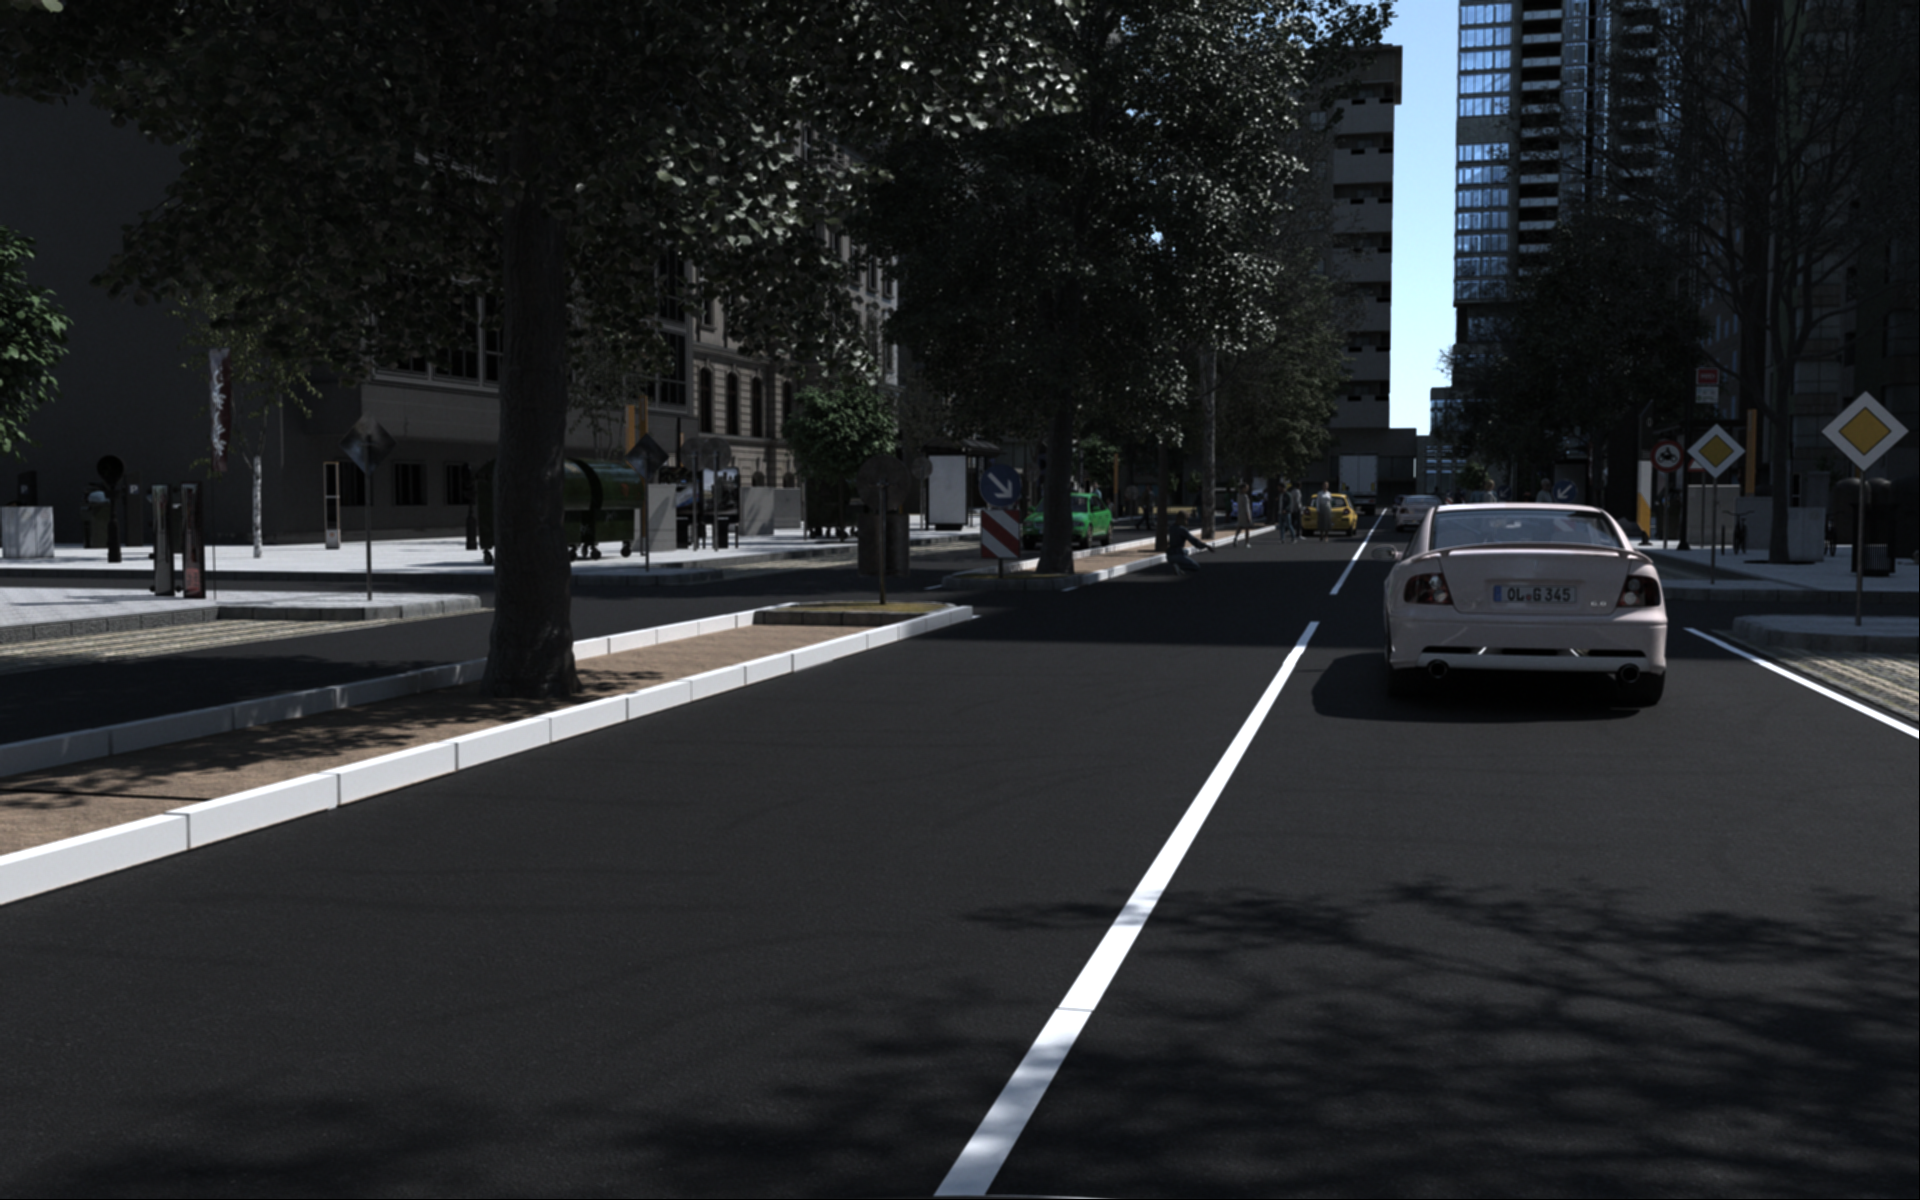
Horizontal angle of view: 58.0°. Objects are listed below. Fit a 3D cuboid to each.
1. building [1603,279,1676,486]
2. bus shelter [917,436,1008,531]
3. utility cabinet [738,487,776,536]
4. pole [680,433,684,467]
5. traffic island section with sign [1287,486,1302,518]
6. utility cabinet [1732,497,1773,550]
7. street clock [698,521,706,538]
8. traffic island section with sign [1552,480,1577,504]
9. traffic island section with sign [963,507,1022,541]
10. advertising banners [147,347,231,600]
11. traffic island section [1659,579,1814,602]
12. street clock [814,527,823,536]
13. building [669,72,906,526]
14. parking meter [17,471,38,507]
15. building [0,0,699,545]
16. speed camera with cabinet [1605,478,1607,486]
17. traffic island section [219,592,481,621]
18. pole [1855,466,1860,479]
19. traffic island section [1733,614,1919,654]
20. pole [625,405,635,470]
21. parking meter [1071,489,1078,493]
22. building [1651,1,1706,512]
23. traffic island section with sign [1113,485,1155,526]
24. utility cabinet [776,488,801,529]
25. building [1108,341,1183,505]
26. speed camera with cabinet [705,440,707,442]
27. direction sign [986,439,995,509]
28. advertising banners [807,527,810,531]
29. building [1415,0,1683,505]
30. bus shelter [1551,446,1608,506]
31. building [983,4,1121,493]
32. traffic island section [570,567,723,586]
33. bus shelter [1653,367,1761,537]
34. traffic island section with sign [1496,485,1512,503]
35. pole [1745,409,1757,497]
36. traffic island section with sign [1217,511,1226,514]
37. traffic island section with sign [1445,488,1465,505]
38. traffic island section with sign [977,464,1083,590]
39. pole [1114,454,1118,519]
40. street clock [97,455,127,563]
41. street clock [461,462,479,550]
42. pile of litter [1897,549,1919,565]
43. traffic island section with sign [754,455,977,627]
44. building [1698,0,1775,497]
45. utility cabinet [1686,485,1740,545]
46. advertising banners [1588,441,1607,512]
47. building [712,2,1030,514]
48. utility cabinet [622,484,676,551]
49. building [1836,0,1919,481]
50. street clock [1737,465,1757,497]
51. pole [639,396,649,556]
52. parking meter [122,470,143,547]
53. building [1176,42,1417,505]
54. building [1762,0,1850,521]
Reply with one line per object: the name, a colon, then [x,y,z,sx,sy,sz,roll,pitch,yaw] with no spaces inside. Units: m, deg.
building: [67.680,-18.036,139.930,27.650,21.520,28.899,1,4,14]
bus shelter: [0.141,-4.212,62.785,2.014,3.302,5.546,1,4,14]
utility cabinet: [-6.250,-2.708,52.962,0.318,1.500,1.173,3,5,44]
pole: [-9.338,-3.921,57.946,0.158,3.312,0.155,0,3,0]
traffic island section with sign: [19.067,-5.597,99.645,2.006,1.907,1.989,1,4,14]
utility cabinet: [18.475,-1.771,40.110,1.020,1.237,0.306,1,4,16]
street clock: [-7.581,-2.828,50.808,0.471,2.002,0.358,3,5,42]
traffic island section with sign: [16.728,-2.437,48.476,1.989,1.847,2.006,1,4,14]
traffic island section with sign: [1.276,-2.708,52.904,1.989,1.847,2.006,1,4,14]
advertising banners: [-9.449,-1.534,21.261,2.074,3.025,0.090,3,5,39]
traffic island section: [10.714,-0.143,24.619,2.009,0.180,2.903,1,4,14]
street clock: [-4.297,-2.933,52.529,0.358,2.002,0.471,-2,4,-30]
building: [-12.577,-16.195,83.867,14.460,24.649,34.723,1,4,14]
parking meter: [-23.371,-2.307,43.427,0.399,1.863,0.255,1,4,11]
building: [-19.322,-16.008,55.239,14.314,27.812,24.014,1,4,14]
speed camera with cabinet: [36.599,-6.172,95.252,2.038,3.252,0.660,2,4,27]
traffic island section: [-7.129,0.087,20.858,2.009,0.180,2.903,1,4,14]
pole: [29.737,-3.883,57.337,0.158,3.312,0.155,0,3,0]
traffic island section: [8.768,0.331,16.874,2.009,0.180,2.903,1,4,14]
pole: [-7.565,-2.809,39.778,0.158,3.312,0.155,0,3,0]
parking meter: [5.518,-4.575,83.212,0.372,1.533,0.369,0,3,0]
building: [58.296,-41.409,115.289,20.563,71.187,20.611,1,4,14]
traffic island section with sign: [7.839,-4.307,79.051,1.989,1.847,2.006,1,4,14]
utility cabinet: [-6.404,-3.330,63.123,1.173,1.500,0.318,-1,4,-15]
building: [12.796,-22.526,213.342,28.899,21.520,27.650,1,4,14]
speed camera with cabinet: [-8.764,-4.231,63.516,2.038,3.252,0.660,-3,4,-36]
direction sign: [1.059,-4.729,69.309,0.876,3.537,0.379,-3,4,-37]
advertising banners: [-5.277,-3.969,61.074,0.090,3.025,2.074,0,4,2]
building: [67.770,-53.931,194.445,31.000,86.520,22.319,1,4,14]
bus shelter: [26.550,-4.932,74.554,2.014,3.302,5.546,1,4,14]
building: [-0.436,-34.688,156.393,27.495,52.752,28.713,1,4,14]
traffic island section: [-5.184,-0.387,28.603,2.009,0.180,2.903,1,4,14]
bus shelter: [22.347,-4.590,52.680,2.179,5.291,8.768,1,4,14]
traffic island section with sign: [23.288,-4.036,74.624,1.989,1.847,2.006,1,4,14]
pole: [19.049,-2.930,41.753,0.158,3.312,0.155,0,3,0]
traffic island section with sign: [19.941,-7.254,127.226,1.989,1.847,2.006,1,4,14]
traffic island section with sign: [35.667,-7.050,123.901,1.989,1.847,2.006,1,4,14]
traffic island section with sign: [0.768,-1.139,26.760,2.006,1.907,1.989,1,4,14]
pole: [7.868,-5.721,87.376,0.158,3.312,0.155,0,3,0]
street clock: [-15.816,-1.699,32.349,0.471,2.002,0.358,-1,4,-10]
street clock: [-11.216,-2.150,39.722,0.471,2.002,0.358,3,5,44]
pile of litter: [17.978,-1.079,31.613,1.719,0.858,1.176,0,4,7]
traffic island section with sign: [-1.047,-0.700,19.578,2.006,1.907,1.989,1,4,14]
building: [51.089,-27.457,99.034,14.600,45.320,14.200,1,4,14]
utility cabinet: [18.601,-2.086,42.782,1.173,1.500,0.318,1,4,22]
advertising banners: [20.640,-3.664,56.090,0.090,3.025,2.074,0,4,4]
building: [-11.705,-26.164,119.655,32.217,40.220,23.993,1,4,14]
utility cabinet: [-6.926,-1.829,38.581,1.173,1.500,0.318,-2,4,-35]
building: [39.988,-17.817,63.017,14.160,30.474,14.107,1,4,14]
street clock: [19.880,-2.400,43.804,0.358,2.002,0.471,-1,4,-15]
pole: [-6.563,-2.576,35.959,0.158,3.312,0.155,0,3,0]
parking meter: [-20.078,-2.220,42.011,0.399,1.863,0.255,-3,5,-40]
building: [40.237,-37.717,205.904,27.495,52.752,28.713,1,4,14]
building: [47.570,-24.557,85.094,14.154,41.232,14.086,1,4,14]
